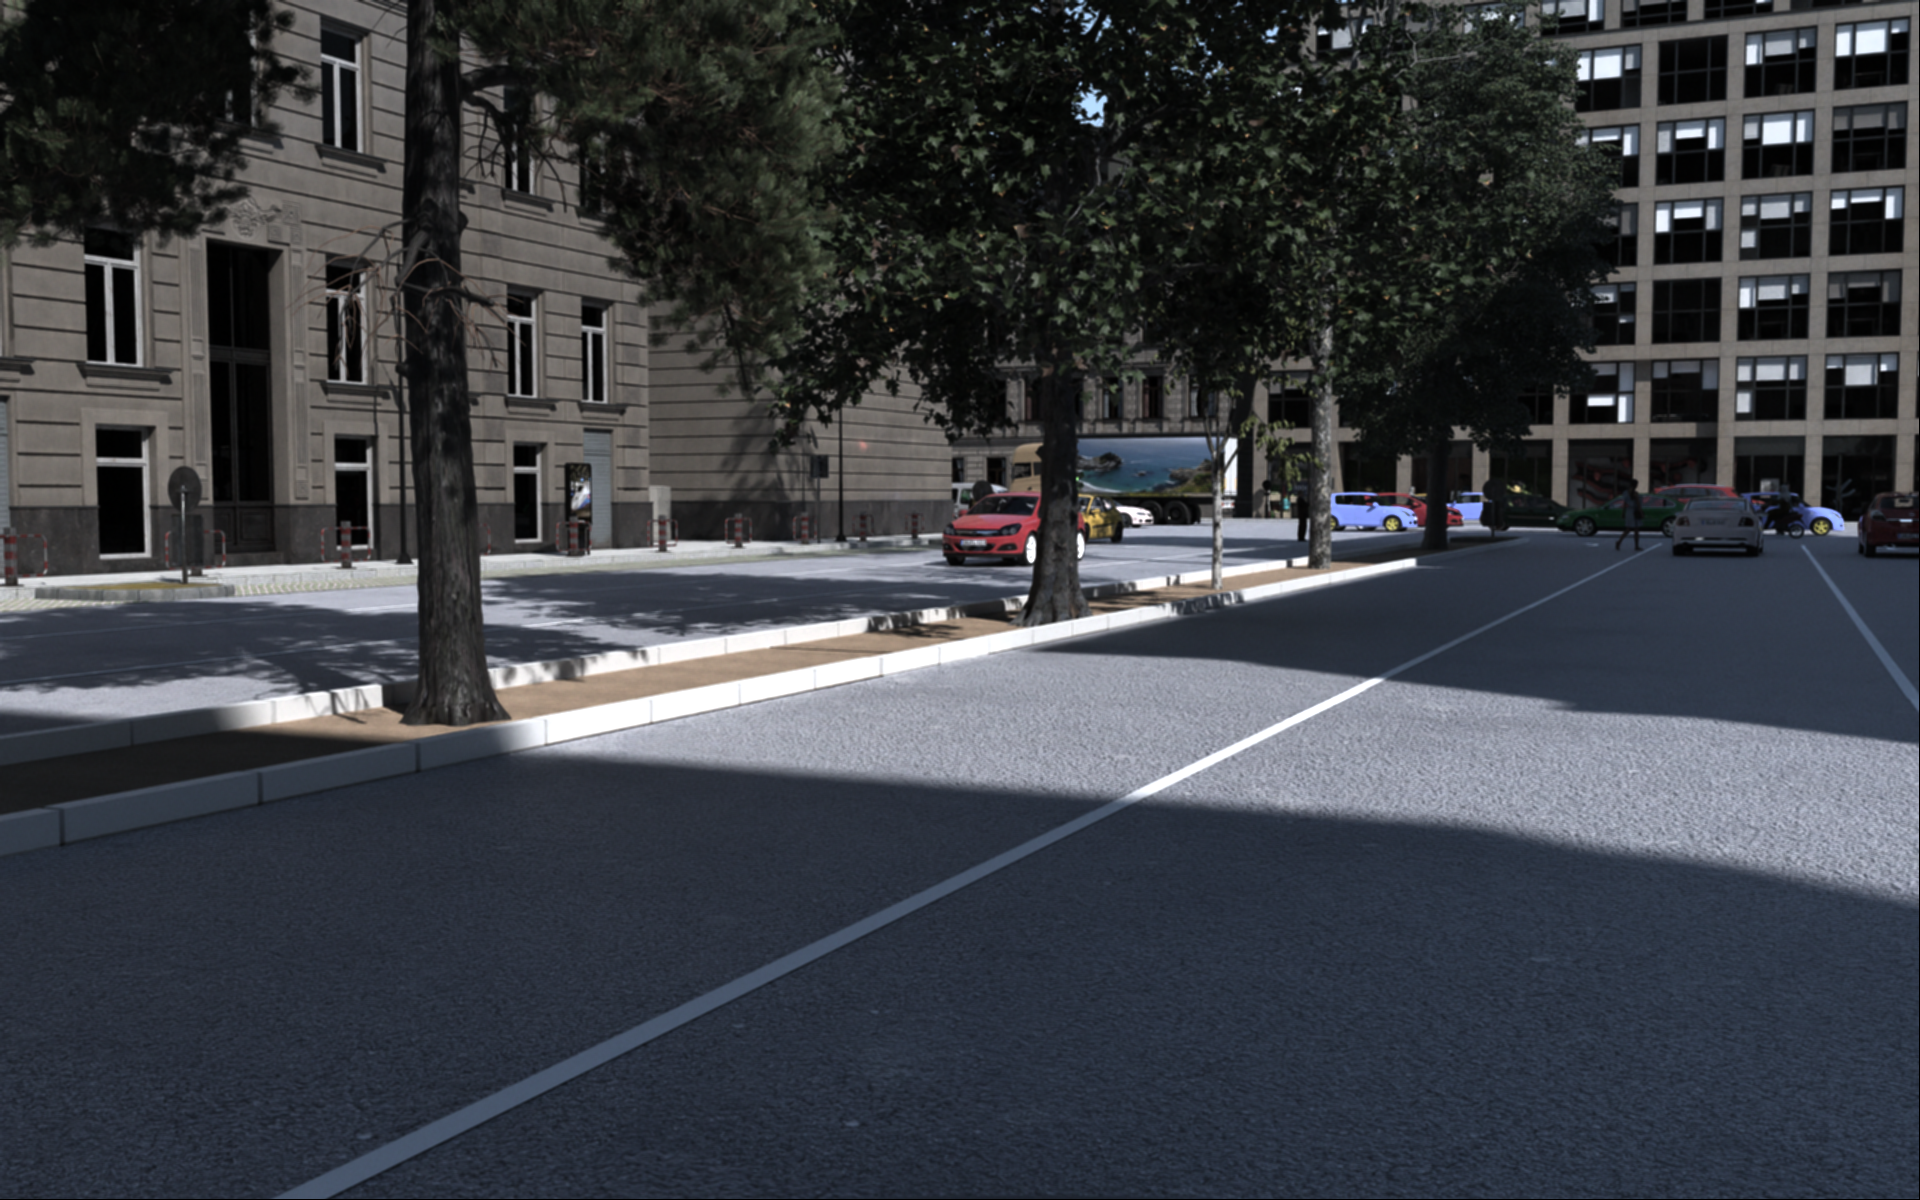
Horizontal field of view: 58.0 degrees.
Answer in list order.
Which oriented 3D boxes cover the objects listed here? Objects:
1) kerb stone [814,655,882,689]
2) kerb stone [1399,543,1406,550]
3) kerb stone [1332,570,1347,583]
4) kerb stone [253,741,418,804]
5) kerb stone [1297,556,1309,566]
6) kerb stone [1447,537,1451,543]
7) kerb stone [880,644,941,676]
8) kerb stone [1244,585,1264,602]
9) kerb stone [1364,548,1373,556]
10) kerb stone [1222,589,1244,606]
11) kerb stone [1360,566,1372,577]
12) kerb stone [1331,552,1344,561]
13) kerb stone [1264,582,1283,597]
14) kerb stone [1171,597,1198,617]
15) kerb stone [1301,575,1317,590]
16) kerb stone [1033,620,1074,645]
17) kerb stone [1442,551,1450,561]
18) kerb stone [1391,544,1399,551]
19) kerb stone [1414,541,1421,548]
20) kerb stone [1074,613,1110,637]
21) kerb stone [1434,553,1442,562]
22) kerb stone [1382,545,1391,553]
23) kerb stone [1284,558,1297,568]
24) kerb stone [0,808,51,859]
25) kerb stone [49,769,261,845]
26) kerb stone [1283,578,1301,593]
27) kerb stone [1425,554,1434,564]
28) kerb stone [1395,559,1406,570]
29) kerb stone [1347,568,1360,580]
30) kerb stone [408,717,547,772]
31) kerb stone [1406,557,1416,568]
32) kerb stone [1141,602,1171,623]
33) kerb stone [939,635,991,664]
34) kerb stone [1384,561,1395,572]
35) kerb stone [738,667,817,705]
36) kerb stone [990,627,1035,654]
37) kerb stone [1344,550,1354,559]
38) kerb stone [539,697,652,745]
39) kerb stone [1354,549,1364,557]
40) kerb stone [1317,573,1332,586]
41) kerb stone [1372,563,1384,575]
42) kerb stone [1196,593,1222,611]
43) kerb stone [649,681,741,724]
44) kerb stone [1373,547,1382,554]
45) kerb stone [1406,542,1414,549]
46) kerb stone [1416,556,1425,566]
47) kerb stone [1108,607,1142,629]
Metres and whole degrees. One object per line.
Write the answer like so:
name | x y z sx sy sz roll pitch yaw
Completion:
kerb stone | -0.898 0.553 13.153 0.120 0.150 1.000 2 4 25
kerb stone | 11.116 -1.332 43.974 0.120 0.150 1.000 2 4 25
kerb stone | 6.069 -0.363 28.127 0.120 0.150 1.000 2 4 25
kerb stone | -3.064 0.842 8.477 0.120 0.150 1.000 2 4 25
kerb stone | 6.767 -0.755 34.610 0.120 0.150 1.000 2 4 25
kerb stone | 14.581 -1.790 51.459 0.120 0.150 1.000 2 4 25
kerb stone | -0.446 0.498 14.096 0.120 0.150 1.000 2 4 25
kerb stone | 3.897 -0.072 23.449 0.120 0.150 1.000 2 4 25
kerb stone | 9.377 -1.104 40.238 0.120 0.150 1.000 2 4 25
kerb stone | 3.461 -0.020 22.515 0.120 0.150 1.000 2 4 25
kerb stone | 6.935 -0.477 30.006 0.120 0.150 1.000 2 4 25
kerb stone | 8.070 -0.929 37.417 0.120 0.150 1.000 2 4 25
kerb stone | 4.327 -0.131 24.385 0.120 0.150 1.000 2 4 25
kerb stone | 2.599 0.097 20.641 0.120 0.150 1.000 2 4 25
kerb stone | 5.189 -0.248 26.254 0.120 0.150 1.000 2 4 25
kerb stone | 0.855 0.324 16.903 0.120 0.150 1.000 2 4 25
kerb stone | 10.414 -0.935 37.476 0.120 0.150 1.000 2 4 25
kerb stone | 10.684 -1.275 43.042 0.120 0.150 1.000 2 4 25
kerb stone | 11.984 -1.446 45.840 0.120 0.150 1.000 2 4 25
kerb stone | 1.290 0.267 17.849 0.120 0.150 1.000 2 4 25
kerb stone | 9.978 -0.878 36.546 0.120 0.150 1.000 2 4 25
kerb stone | 10.247 -1.214 42.104 0.120 0.150 1.000 2 4 25
kerb stone | 6.326 -0.702 33.679 0.120 0.150 1.000 2 4 25
kerb stone | -3.924 0.955 6.609 0.120 0.150 1.000 2 4 25
kerb stone | -3.496 0.896 7.543 0.120 0.150 1.000 2 4 25
kerb stone | 4.764 -0.191 25.315 0.120 0.150 1.000 2 4 25
kerb stone | 9.546 -0.821 35.613 0.120 0.150 1.000 2 4 25
kerb stone | 8.238 -0.649 32.814 0.120 0.150 1.000 2 4 25
kerb stone | 6.506 -0.420 29.057 0.120 0.150 1.000 2 4 25
kerb stone | -2.625 0.782 9.409 0.120 0.150 1.000 2 4 25
kerb stone | 8.679 -0.706 33.742 0.120 0.150 1.000 2 4 25
kerb stone | 2.160 0.152 19.713 0.120 0.150 1.000 2 4 25
kerb stone | -0.008 0.438 15.034 0.120 0.150 1.000 2 4 25
kerb stone | 7.799 -0.592 31.875 0.120 0.150 1.000 2 4 25
kerb stone | -1.330 0.612 12.211 0.120 0.150 1.000 2 4 25
kerb stone | 0.421 0.381 15.968 0.120 0.150 1.000 2 4 25
kerb stone | 8.500 -0.987 38.362 0.120 0.150 1.000 2 4 25
kerb stone | -2.194 0.725 10.347 0.120 0.150 1.000 2 4 25
kerb stone | 8.942 -1.047 39.307 0.120 0.150 1.000 2 4 25
kerb stone | 5.623 -0.305 27.186 0.120 0.150 1.000 2 4 25
kerb stone | 7.370 -0.531 30.939 0.120 0.150 1.000 2 4 25
kerb stone | 3.030 0.038 21.581 0.120 0.150 1.000 2 4 25
kerb stone | -1.761 0.668 11.279 0.120 0.150 1.000 2 4 25
kerb stone | 9.816 -1.161 41.171 0.120 0.150 1.000 2 4 25
kerb stone | 11.549 -1.387 44.906 0.120 0.150 1.000 2 4 25
kerb stone | 9.115 -0.763 34.678 0.120 0.150 1.000 2 4 25
kerb stone | 1.728 0.209 18.779 0.120 0.150 1.000 2 4 25
